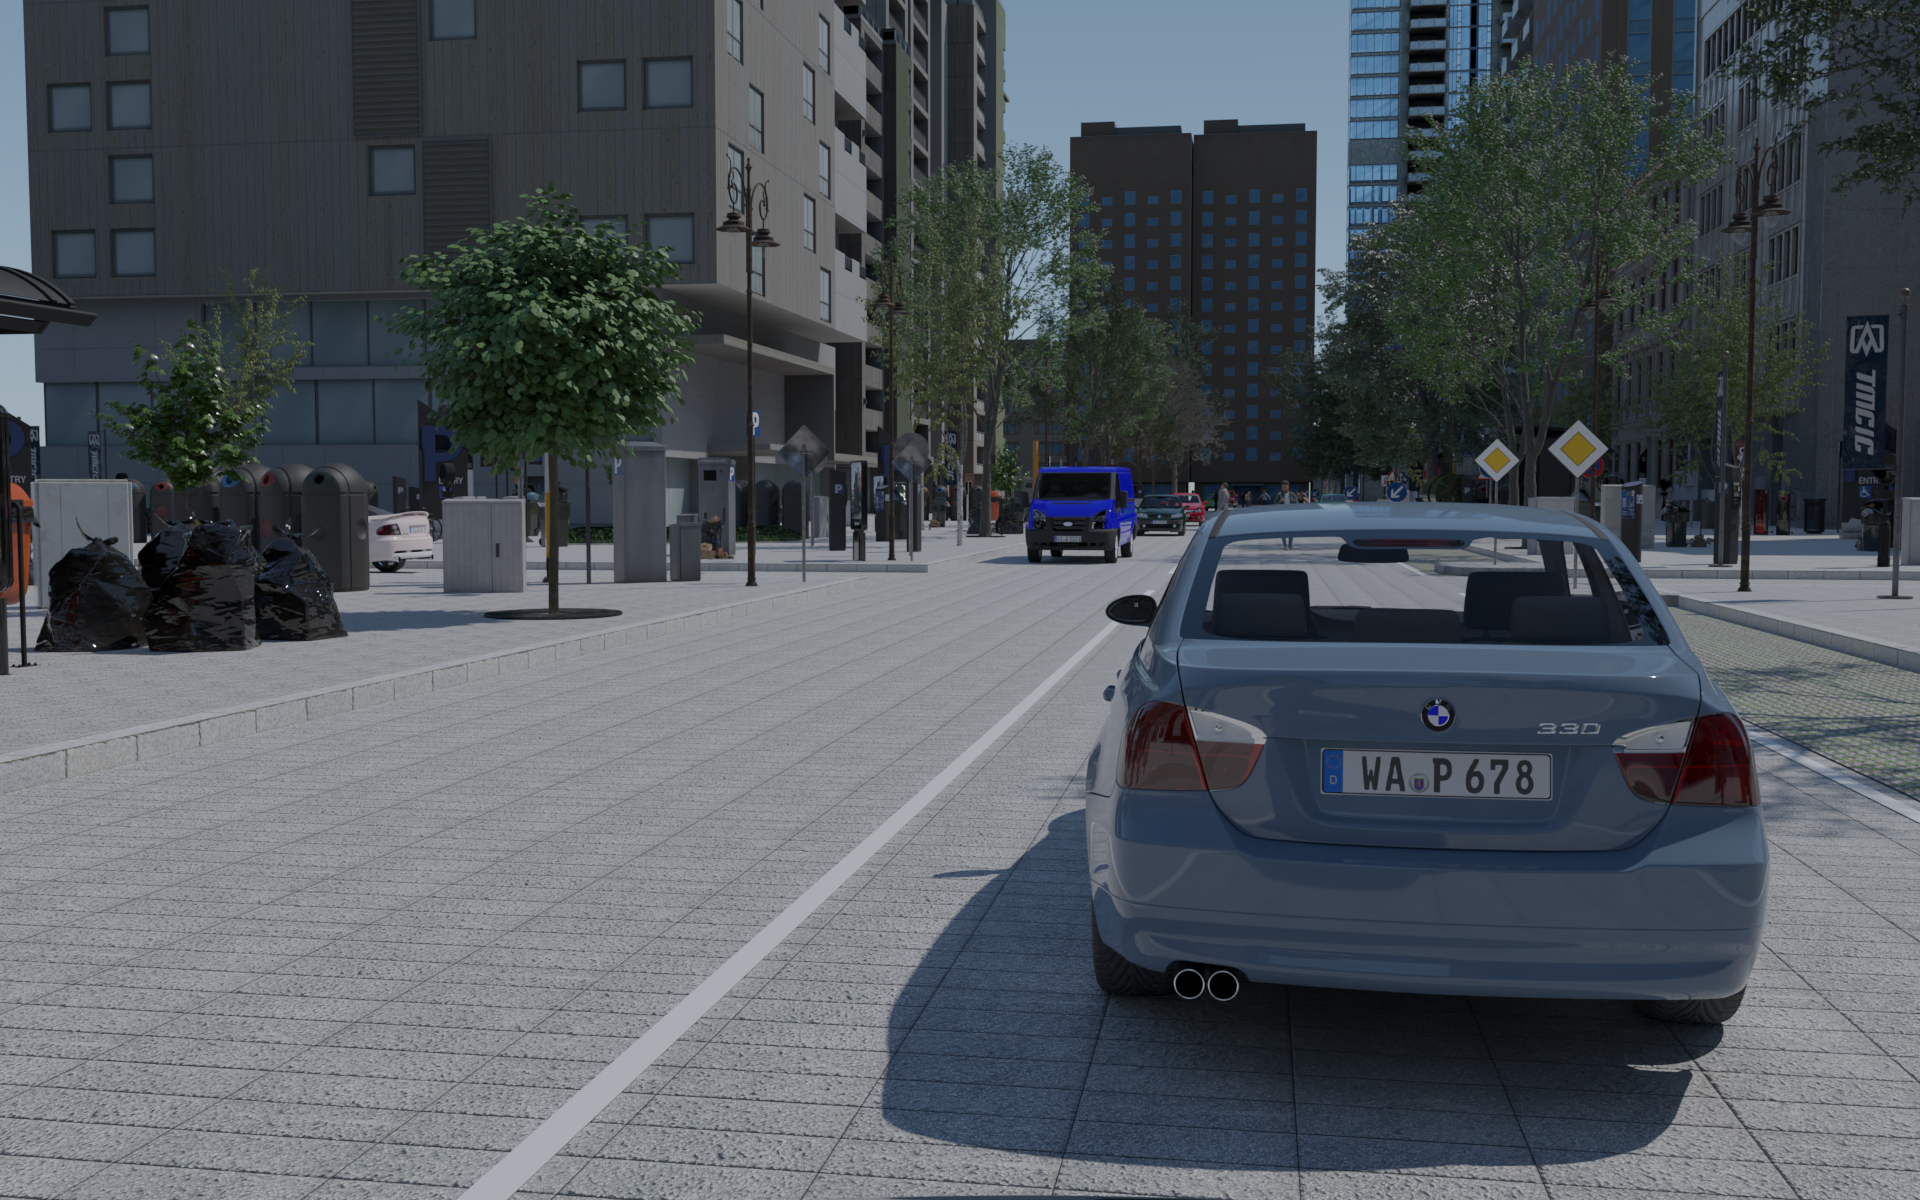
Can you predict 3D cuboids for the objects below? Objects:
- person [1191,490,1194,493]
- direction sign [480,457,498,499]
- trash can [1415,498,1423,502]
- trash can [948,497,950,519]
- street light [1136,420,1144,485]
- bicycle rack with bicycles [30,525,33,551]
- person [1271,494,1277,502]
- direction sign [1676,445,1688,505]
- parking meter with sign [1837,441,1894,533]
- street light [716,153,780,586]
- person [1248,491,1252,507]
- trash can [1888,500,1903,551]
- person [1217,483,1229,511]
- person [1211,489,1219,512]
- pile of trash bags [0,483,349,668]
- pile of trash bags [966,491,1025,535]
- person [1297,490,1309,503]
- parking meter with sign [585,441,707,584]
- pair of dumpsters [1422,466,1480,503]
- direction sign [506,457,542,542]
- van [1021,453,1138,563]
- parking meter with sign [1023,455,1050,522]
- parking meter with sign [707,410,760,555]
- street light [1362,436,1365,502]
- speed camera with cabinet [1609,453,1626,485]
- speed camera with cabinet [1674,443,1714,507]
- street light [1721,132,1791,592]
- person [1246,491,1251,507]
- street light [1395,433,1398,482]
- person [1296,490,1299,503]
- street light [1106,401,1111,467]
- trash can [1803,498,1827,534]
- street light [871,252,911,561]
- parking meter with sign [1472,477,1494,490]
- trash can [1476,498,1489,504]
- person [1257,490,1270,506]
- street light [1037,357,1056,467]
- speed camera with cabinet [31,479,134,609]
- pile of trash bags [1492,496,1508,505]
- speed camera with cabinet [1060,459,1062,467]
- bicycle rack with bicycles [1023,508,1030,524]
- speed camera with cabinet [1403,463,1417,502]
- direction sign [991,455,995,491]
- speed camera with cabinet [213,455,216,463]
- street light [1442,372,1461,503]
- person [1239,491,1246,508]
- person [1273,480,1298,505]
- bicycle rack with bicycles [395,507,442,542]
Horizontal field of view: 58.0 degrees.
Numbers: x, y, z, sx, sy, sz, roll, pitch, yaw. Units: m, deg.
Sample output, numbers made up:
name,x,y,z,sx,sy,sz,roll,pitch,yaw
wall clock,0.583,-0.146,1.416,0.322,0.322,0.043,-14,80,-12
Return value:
name,x,y,z,sx,sy,sz,roll,pitch,yaw
person,18.201,-7.677,134.708,0.721,1.739,1.217,1,4,18
direction sign,-13.225,-3.513,49.430,0.876,3.537,0.379,-1,4,-11
trash can,17.405,-3.260,64.953,0.748,1.137,0.748,0,3,0
trash can,-0.321,-4.742,89.185,0.748,1.137,0.748,0,3,0
street light,10.982,-8.098,105.184,0.468,5.910,1.993,1,4,10
bicycle rack with bicycles,-21.046,-1.560,38.888,2.852,0.926,2.925,0,4,-4
person,27.593,-8.515,150.983,1.065,1.426,0.557,0,4,-3
direction sign,33.749,-5.444,80.998,0.379,3.537,0.876,-1,4,-12
parking meter with sign,29.629,-3.687,56.538,1.738,3.016,0.543,1,4,23
street light,-2.905,-3.130,23.964,0.468,5.910,1.993,1,4,10
person,26.713,-9.209,159.989,0.530,1.710,0.541,-1,4,-13
trash can,21.443,-1.691,39.294,0.748,1.137,0.748,0,3,0
person,8.593,-2.945,56.839,0.473,1.802,0.592,3,5,43
person,20.303,-7.899,137.670,0.705,1.821,1.348,-1,4,-15
pile of trash bags,-6.778,-0.276,14.263,1.912,1.369,3.447,1,4,17
pile of trash bags,1.112,-2.784,55.275,1.912,1.369,3.447,0,4,2
person,30.580,-8.961,155.023,1.348,1.823,0.705,2,4,29
parking meter with sign,-4.618,-1.761,25.056,1.738,3.016,0.543,-3,4,-36
pair of dumpsters,17.367,-3.594,61.258,1.574,2.255,4.437,1,4,10
direction sign,-11.536,-3.304,46.010,0.876,3.537,0.379,-2,4,-28
van,2.684,-2.040,37.744,2.240,2.365,5.245,1,4,11
parking meter with sign,3.195,-5.019,78.322,1.738,3.016,0.543,0,4,8
parking meter with sign,-5.112,-2.457,36.430,1.738,3.016,0.543,1,4,14
street light,24.269,-8.035,104.158,0.468,5.910,1.993,1,4,10
speed camera with cabinet,30.603,-5.371,82.150,2.038,3.252,0.660,-2,4,-24
speed camera with cabinet,28.365,-4.386,66.044,2.038,3.252,0.660,0,4,-2
street light,10.325,-3.048,22.616,0.468,5.910,1.993,1,4,10
person,25.433,-8.785,152.861,0.721,1.735,1.217,2,4,28
street light,20.214,-6.572,80.240,0.468,5.910,1.993,1,4,10
person,32.559,-9.697,167.053,0.705,1.823,1.348,1,4,9
street light,6.903,-6.631,81.201,0.468,5.910,1.993,1,4,10
trash can,27.515,-2.698,55.762,0.748,1.137,0.748,0,3,0
street light,-1.319,-3.702,33.308,0.468,5.910,1.993,1,4,10
parking meter with sign,23.664,-5.076,79.247,1.738,3.016,0.543,-1,4,-15
trash can,19.292,-3.210,64.139,0.748,1.137,0.748,0,3,0
person,27.644,-9.105,157.359,1.348,1.826,0.705,3,5,42
street light,2.840,-5.154,57.054,0.468,5.910,1.993,1,4,10
speed camera with cabinet,-10.416,-1.530,19.351,2.038,3.252,0.660,-2,4,-32
pile of trash bags,21.762,-3.606,68.711,3.447,1.369,1.912,0,4,-6
speed camera with cabinet,5.612,-6.436,99.571,0.660,3.252,2.038,0,4,3
bicycle rack with bicycles,3.151,-3.673,73.434,2.852,0.926,2.925,-2,4,-28
speed camera with cabinet,26.408,-6.586,102.012,2.038,3.252,0.660,-3,5,-40
direction sign,1.939,-6.692,101.403,0.379,3.537,0.876,-1,4,-14
speed camera with cabinet,-24.070,-3.879,57.759,2.038,3.252,0.660,0,4,-1
street light,15.994,-5.116,56.435,0.468,5.910,1.993,1,4,10
person,24.128,-8.485,148.050,0.721,1.723,1.217,-1,4,-16
person,8.299,-2.153,44.046,0.623,1.781,0.721,-1,4,-13
bicycle rack with bicycles,-15.153,-2.015,46.325,2.852,0.926,2.925,3,5,40
